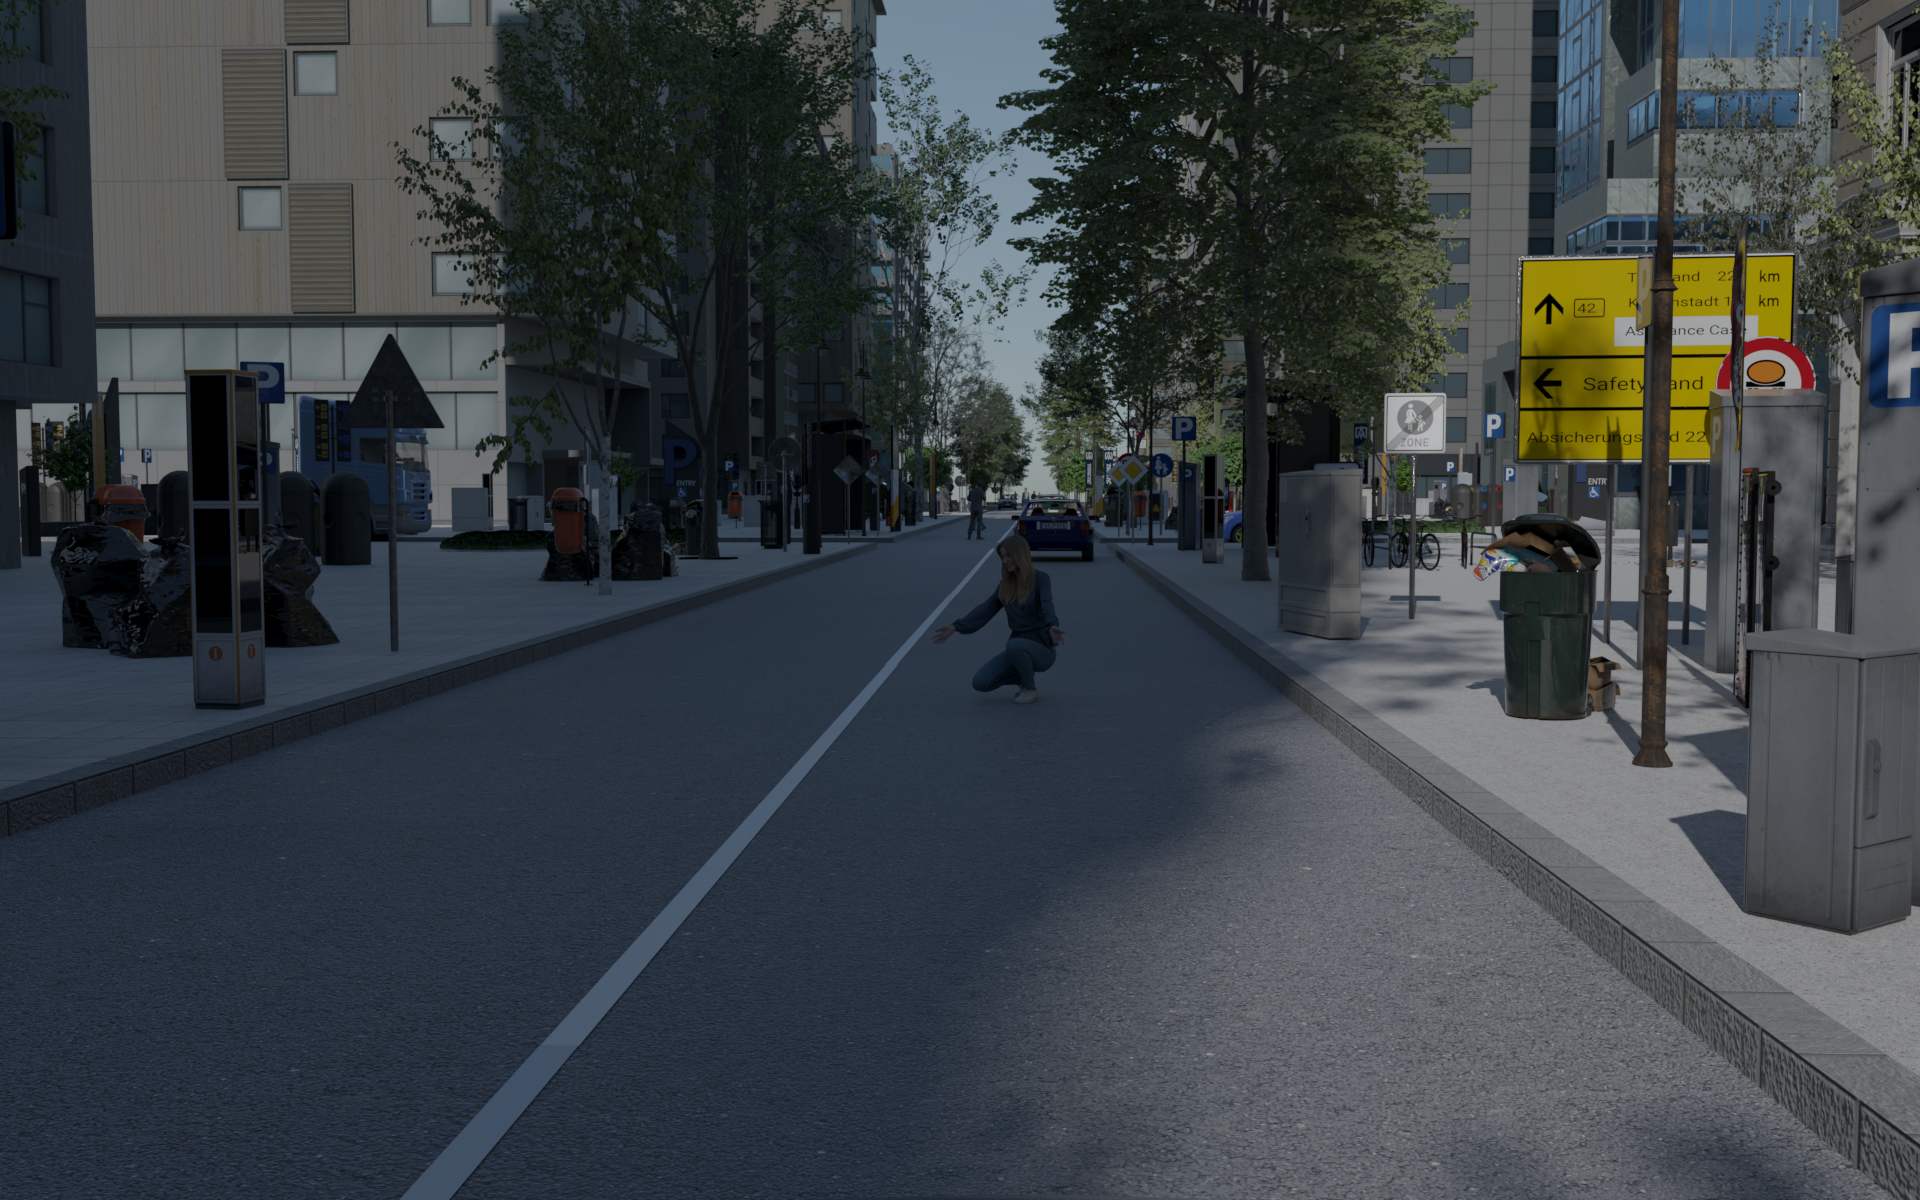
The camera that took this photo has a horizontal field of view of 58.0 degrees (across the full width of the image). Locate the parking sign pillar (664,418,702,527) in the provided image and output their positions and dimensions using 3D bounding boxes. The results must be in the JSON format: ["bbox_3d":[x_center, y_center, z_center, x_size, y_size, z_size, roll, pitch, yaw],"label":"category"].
[{"bbox_3d":[-9.832,-4.465,61.477,1.447,3.967,1.447,0,4,6],"label":"parking sign pillar"}]

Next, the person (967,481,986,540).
[{"bbox_3d":[0.520,-2.836,54.678,0.655,1.846,0.447,1,4,21],"label":"person"}]

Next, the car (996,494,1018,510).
[{"bbox_3d":[4.297,-8.990,156.777,2.009,1.686,4.222,0,4,2],"label":"car"}]

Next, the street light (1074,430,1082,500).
[{"bbox_3d":[8.908,-9.712,131.584,0.468,5.910,1.993,0,4,3],"label":"street light"}]

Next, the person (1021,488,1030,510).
[{"bbox_3d":[3.907,-5.789,103.175,0.581,1.822,0.654,0,4,3],"label":"person"}]

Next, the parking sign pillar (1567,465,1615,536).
[{"bbox_3d":[19.377,-3.956,53.156,1.447,3.967,1.447,0,4,-4],"label":"parking sign pillar"}]

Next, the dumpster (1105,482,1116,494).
[{"bbox_3d":[7.894,-5.042,84.924,1.502,2.255,1.985,0,4,3],"label":"dumpster"}]

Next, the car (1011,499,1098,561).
[{"bbox_3d":[2.088,-1.570,38.246,1.945,1.354,3.894,0,4,4],"label":"car"}]

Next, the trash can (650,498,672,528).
[{"bbox_3d":[-9.718,-2.729,56.272,0.748,1.137,0.748,0,3,0],"label":"trash can"}]

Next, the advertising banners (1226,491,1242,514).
[{"bbox_3d":[15.158,-6.145,96.652,0.090,3.025,2.074,-1,4,-22],"label":"advertising banners"}]

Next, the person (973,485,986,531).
[{"bbox_3d":[0.674,-3.627,67.902,0.767,1.812,0.694,0,4,-6],"label":"person"}]

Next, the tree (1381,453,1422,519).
[{"bbox_3d":[19.133,-4.878,74.350,1.663,3.219,1.824,0,3,0],"label":"tree"}]

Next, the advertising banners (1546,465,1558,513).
[{"bbox_3d":[17.581,-3.377,51.400,0.090,3.025,2.074,2,4,27],"label":"advertising banners"}]

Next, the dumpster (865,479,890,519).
[{"bbox_3d":[-4.397,-5.366,90.228,1.502,2.255,1.985,0,4,3],"label":"dumpster"}]

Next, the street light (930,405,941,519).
[{"bbox_3d":[-1.214,-7.028,87.694,0.468,5.910,1.993,0,4,3],"label":"street light"}]

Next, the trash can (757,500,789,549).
[{"bbox_3d":[-4.375,-1.769,40.584,0.748,1.137,0.748,0,3,0],"label":"trash can"}]

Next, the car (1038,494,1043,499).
[{"bbox_3d":[7.906,-9.143,159.716,2.015,1.641,3.980,0,4,3],"label":"car"}]

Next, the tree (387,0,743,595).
[{"bbox_3d":[-4.716,-4.383,22.028,4.737,8.622,4.395,0,3,0],"label":"tree"}]

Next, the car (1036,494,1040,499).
[{"bbox_3d":[12.633,-15.749,267.289,2.009,1.686,4.222,0,4,3],"label":"car"}]

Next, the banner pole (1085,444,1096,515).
[{"bbox_3d":[6.557,-5.879,86.135,0.863,3.779,0.401,-2,4,-30],"label":"banner pole"}]

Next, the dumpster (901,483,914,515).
[{"bbox_3d":[-3.038,-5.110,89.311,1.264,1.857,1.865,0,4,3],"label":"dumpster"}]

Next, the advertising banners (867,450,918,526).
[{"bbox_3d":[-2.707,-4.479,69.414,2.074,3.025,0.090,-1,4,-12],"label":"advertising banners"}]

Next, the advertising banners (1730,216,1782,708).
[{"bbox_3d":[4.783,-0.873,10.468,0.090,3.025,2.074,1,4,18],"label":"advertising banners"}]

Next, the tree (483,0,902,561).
[{"bbox_3d":[-4.985,-6.592,33.535,9.928,11.665,9.643,0,3,0],"label":"tree"}]

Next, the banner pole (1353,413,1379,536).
[{"bbox_3d":[12.574,-3.892,53.648,0.863,3.779,0.401,2,4,26],"label":"banner pole"}]

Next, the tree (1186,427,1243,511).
[{"bbox_3d":[13.191,-6.021,82.153,4.285,4.588,4.351,0,3,0],"label":"tree"}]

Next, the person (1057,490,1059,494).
[{"bbox_3d":[6.772,-6.732,119.567,0.512,1.701,0.522,2,4,24],"label":"person"}]

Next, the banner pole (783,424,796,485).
[{"bbox_3d":[-6.054,-4.363,61.351,0.401,3.779,0.863,-3,5,-41],"label":"banner pole"}]

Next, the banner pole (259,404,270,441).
[{"bbox_3d":[-14.661,-2.830,36.294,0.401,3.779,0.863,2,4,26],"label":"banner pole"}]

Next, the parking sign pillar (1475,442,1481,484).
[{"bbox_3d":[27.288,-6.271,91.007,1.447,3.967,1.447,1,4,18],"label":"parking sign pillar"}]

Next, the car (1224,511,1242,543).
[{"bbox_3d":[8.881,-2.356,48.118,3.694,1.707,1.945,0,4,2],"label":"car"}]

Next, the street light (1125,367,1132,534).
[{"bbox_3d":[5.373,-5.046,55.296,0.468,5.910,1.993,0,4,3],"label":"street light"}]

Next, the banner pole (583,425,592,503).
[{"bbox_3d":[-13.610,-4.481,63.289,0.401,3.779,0.863,1,4,10],"label":"banner pole"}]

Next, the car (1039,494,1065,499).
[{"bbox_3d":[4.815,-4.954,90.780,2.009,1.686,4.222,0,4,2],"label":"car"}]

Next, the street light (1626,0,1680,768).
[{"bbox_3d":[3.277,-2.155,8.017,0.468,5.910,1.993,0,4,3],"label":"street light"}]

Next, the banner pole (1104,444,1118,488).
[{"bbox_3d":[7.571,-5.894,86.377,0.863,3.779,0.401,0,4,-2],"label":"banner pole"}]

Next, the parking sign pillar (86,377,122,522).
[{"bbox_3d":[-19.475,-3.117,39.432,1.447,3.967,1.447,-1,4,-14],"label":"parking sign pillar"}]

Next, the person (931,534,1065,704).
[{"bbox_3d":[0.413,0.128,11.913,0.738,1.151,1.012,-3,5,-44],"label":"person"}]

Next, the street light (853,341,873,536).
[{"bbox_3d":[-2.916,-4.873,52.466,0.468,5.910,1.993,0,4,3],"label":"street light"}]

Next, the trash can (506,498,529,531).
[{"bbox_3d":[-14.776,-2.830,57.932,0.748,1.137,0.748,0,3,0],"label":"trash can"}]

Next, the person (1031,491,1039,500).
[{"bbox_3d":[7.679,-10.330,177.929,0.617,1.759,0.750,2,4,34],"label":"person"}]

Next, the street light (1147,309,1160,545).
[{"bbox_3d":[4.778,-4.310,43.254,0.468,5.910,1.993,0,4,3],"label":"street light"}]

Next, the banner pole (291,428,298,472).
[{"bbox_3d":[-25.073,-4.616,65.481,0.863,3.779,0.401,3,5,40],"label":"banner pole"}]

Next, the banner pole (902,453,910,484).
[{"bbox_3d":[-3.277,-7.122,106.459,0.863,3.779,0.401,1,4,13],"label":"banner pole"}]

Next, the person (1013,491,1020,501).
[{"bbox_3d":[7.006,-12.856,218.787,1.348,1.812,0.705,1,4,19],"label":"person"}]

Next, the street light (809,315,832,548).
[{"bbox_3d":[-3.378,-4.196,41.394,0.468,5.910,1.993,0,4,3],"label":"street light"}]

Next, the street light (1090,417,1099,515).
[{"bbox_3d":[7.011,-7.201,90.526,0.468,5.910,1.993,0,4,3],"label":"street light"}]

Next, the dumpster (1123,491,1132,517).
[{"bbox_3d":[7.753,-4.599,80.948,1.264,1.857,1.865,0,4,3],"label":"dumpster"}]

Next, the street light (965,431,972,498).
[{"bbox_3d":[0.675,-9.551,128.939,0.468,5.910,1.993,0,4,3],"label":"street light"}]

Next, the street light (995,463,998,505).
[{"bbox_3d":[4.669,-14.656,212.407,0.468,5.910,1.993,0,4,3],"label":"street light"}]

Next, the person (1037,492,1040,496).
[{"bbox_3d":[13.053,-16.897,284.900,1.348,1.807,0.705,2,4,34],"label":"person"}]

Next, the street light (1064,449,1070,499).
[{"bbox_3d":[10.521,-11.867,166.816,0.468,5.910,1.993,0,4,3],"label":"street light"}]

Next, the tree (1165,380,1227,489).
[{"bbox_3d":[14.646,-9.613,107.531,4.737,8.622,4.395,0,3,0],"label":"tree"}]

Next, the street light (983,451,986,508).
[{"bbox_3d":[2.294,-11.712,164.271,0.468,5.910,1.993,0,4,3],"label":"street light"}]
